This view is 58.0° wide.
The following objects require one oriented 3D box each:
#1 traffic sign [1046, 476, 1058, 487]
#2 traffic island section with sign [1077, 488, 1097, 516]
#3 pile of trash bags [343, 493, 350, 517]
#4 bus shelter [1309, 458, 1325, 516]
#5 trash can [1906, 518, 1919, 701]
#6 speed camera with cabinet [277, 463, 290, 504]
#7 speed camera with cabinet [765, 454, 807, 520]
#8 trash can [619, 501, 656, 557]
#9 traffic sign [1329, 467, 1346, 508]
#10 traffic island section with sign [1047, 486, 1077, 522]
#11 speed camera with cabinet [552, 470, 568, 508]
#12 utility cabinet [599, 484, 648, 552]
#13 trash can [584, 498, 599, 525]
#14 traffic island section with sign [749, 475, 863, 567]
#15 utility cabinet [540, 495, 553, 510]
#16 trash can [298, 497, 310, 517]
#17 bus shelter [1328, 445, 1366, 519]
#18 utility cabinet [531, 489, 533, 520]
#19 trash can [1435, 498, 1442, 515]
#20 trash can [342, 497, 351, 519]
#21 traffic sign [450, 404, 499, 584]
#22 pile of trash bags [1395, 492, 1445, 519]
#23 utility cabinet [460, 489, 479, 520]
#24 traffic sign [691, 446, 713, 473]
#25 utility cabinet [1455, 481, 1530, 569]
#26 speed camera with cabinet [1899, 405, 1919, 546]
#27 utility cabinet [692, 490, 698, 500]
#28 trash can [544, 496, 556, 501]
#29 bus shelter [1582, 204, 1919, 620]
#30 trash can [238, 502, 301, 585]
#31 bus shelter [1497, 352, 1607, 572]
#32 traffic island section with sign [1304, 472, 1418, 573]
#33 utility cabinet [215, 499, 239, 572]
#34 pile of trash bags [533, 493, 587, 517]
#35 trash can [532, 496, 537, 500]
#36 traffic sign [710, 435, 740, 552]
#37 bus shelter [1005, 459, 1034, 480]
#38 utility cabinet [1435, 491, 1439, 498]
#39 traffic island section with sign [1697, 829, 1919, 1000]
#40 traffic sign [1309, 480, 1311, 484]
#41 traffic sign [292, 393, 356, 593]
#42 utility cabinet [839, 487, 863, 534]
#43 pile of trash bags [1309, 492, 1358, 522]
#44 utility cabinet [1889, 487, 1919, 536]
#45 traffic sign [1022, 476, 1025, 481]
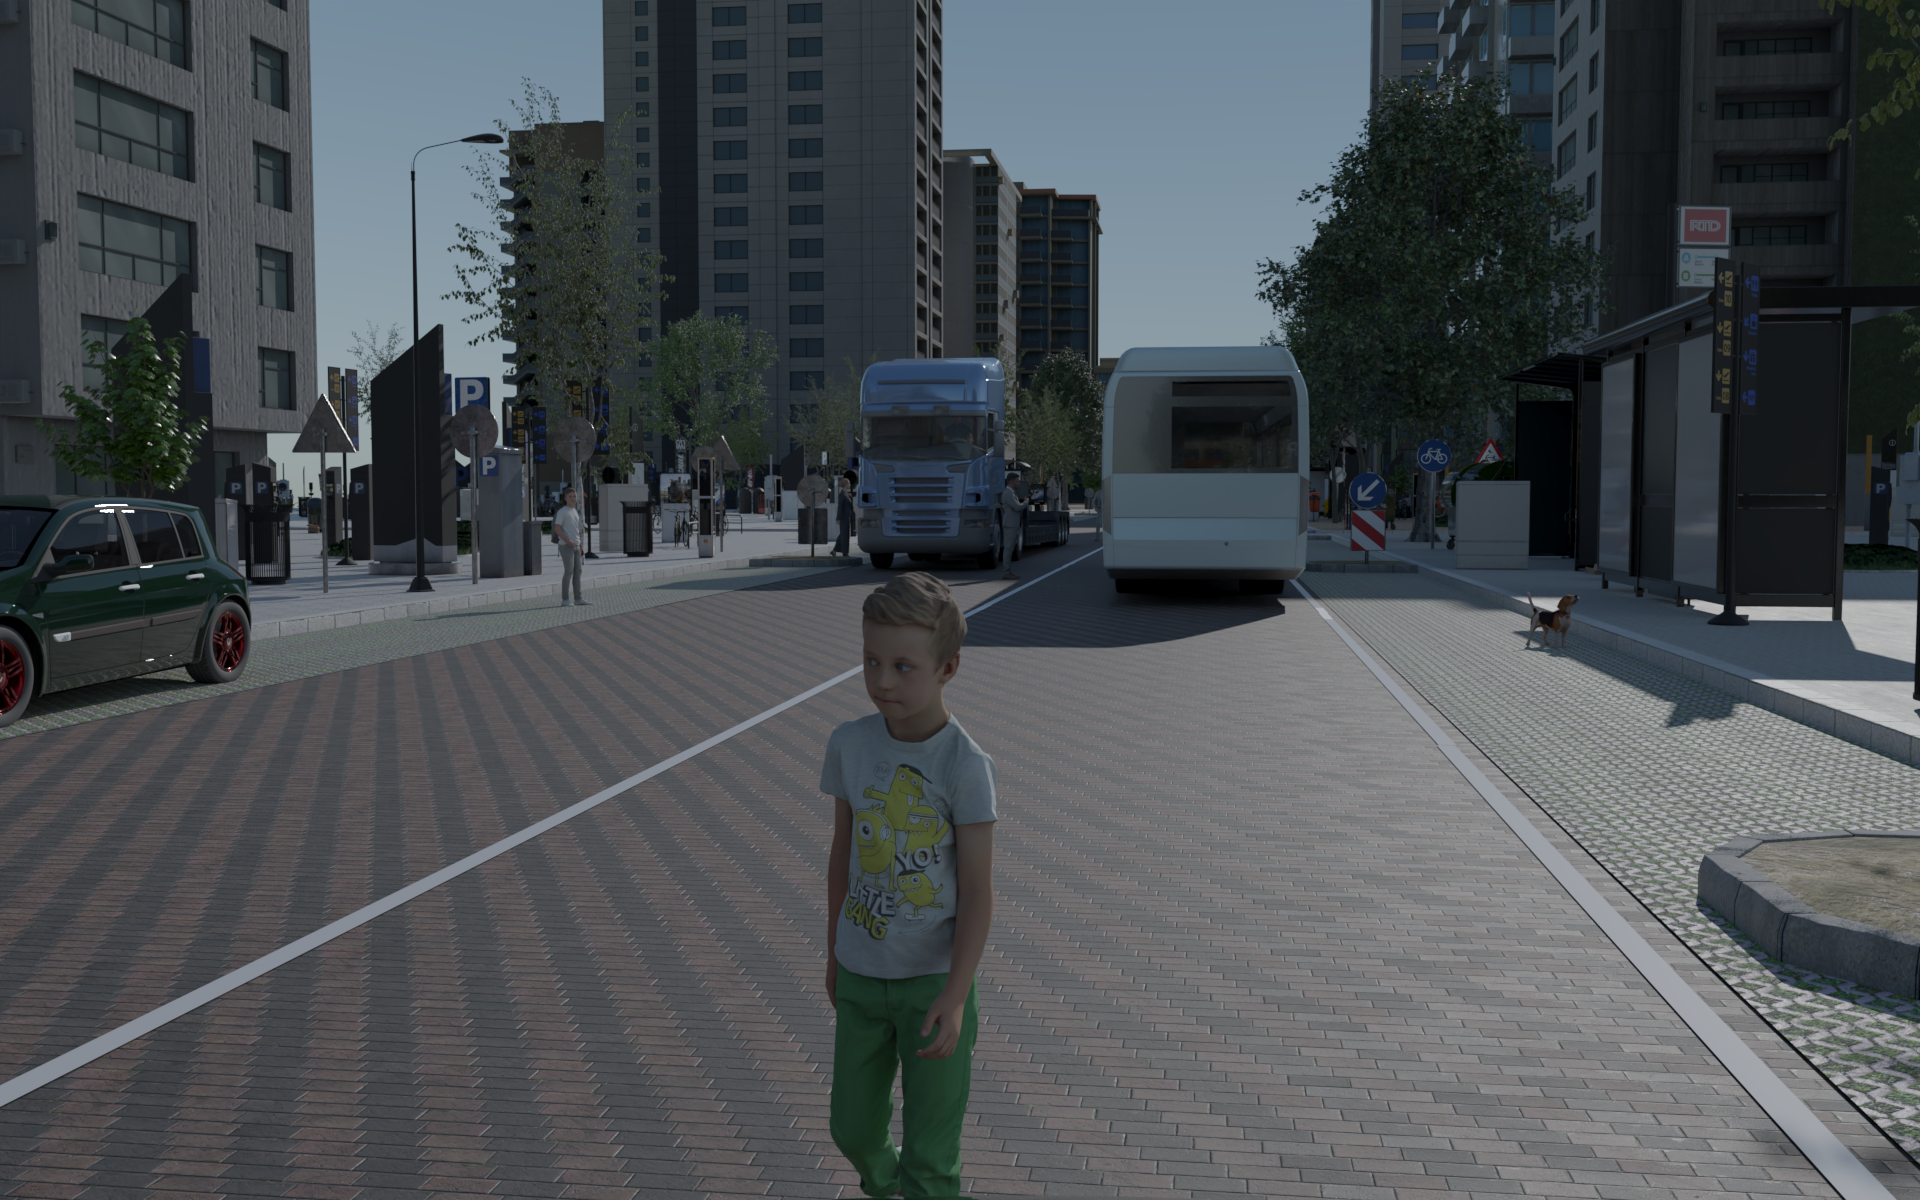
[{"bbox_3d":[6.674,-7.680,125.577,0.884,2.594,0.081,1,4,18],"label":"traffic sign"},{"bbox_3d":[8.672,-6.533,115.436,1.989,1.847,2.006,1,4,8],"label":"traffic island section with sign"},{"bbox_3d":[-31.807,-4.993,91.381,3.447,1.369,1.912,1,4,10],"label":"pile of trash bags"},{"bbox_3d":[20.566,-6.405,98.646,2.014,3.302,5.546,1,4,8],"label":"bus shelter"},{"bbox_3d":[5.964,0.090,10.179,0.748,1.137,0.748,0,3,0],"label":"trash can"},{"bbox_3d":[-43.546,-7.049,109.580,2.038,3.252,0.660,-1,4,-12],"label":"speed camera with cabinet"},{"bbox_3d":[-8.731,-5.618,86.197,2.038,3.252,0.660,2,4,31],"label":"speed camera with cabinet"},{"bbox_3d":[-6.601,-1.458,35.492,0.748,1.137,0.748,0,3,0],"label":"trash can"},{"bbox_3d":[17.605,-4.933,80.760,0.768,2.556,0.104,1,4,13],"label":"traffic sign"},{"bbox_3d":[4.802,-4.901,88.759,1.989,1.847,2.006,1,4,8],"label":"traffic island section with sign"},{"bbox_3d":[-32.277,-8.922,140.208,0.660,3.252,2.038,1,4,15],"label":"speed camera with cabinet"},{"bbox_3d":[-7.455,-1.816,38.367,0.318,1.500,1.173,3,4,38],"label":"utility cabinet"},{"bbox_3d":[-15.300,-3.691,72.005,0.748,1.137,0.748,0,3,0],"label":"trash can"},{"bbox_3d":[-3.015,-1.593,34.666,1.989,1.847,2.006,1,4,8],"label":"traffic island section with sign"},{"bbox_3d":[-30.565,-7.155,128.152,0.306,1.237,1.020,2,4,30],"label":"utility cabinet"},{"bbox_3d":[-36.268,-5.146,95.793,0.748,1.137,0.748,0,3,0],"label":"trash can"},{"bbox_3d":[18.805,-5.733,85.020,1.731,3.624,6.357,0,4,8],"label":"bus shelter"},{"bbox_3d":[-19.331,-4.108,75.840,1.173,1.500,0.318,0,4,-7],"label":"utility cabinet"},{"bbox_3d":[28.826,-5.676,104.459,0.748,1.137,0.748,0,3,0],"label":"trash can"},{"bbox_3d":[-30.941,-4.643,87.573,0.748,1.137,0.748,0,3,0],"label":"trash can"},{"bbox_3d":[-6.901,-1.496,24.574,0.768,2.556,0.104,1,4,15],"label":"traffic sign"},{"bbox_3d":[24.410,-4.971,91.033,1.912,1.369,3.447,-2,4,-25],"label":"pile of trash bags"},{"bbox_3d":[-22.239,-4.273,78.548,1.173,1.500,0.318,3,5,44],"label":"utility cabinet"},{"bbox_3d":[-6.760,-2.802,45.915,0.768,2.556,0.104,1,4,8],"label":"traffic sign"},{"bbox_3d":[9.059,-1.273,29.489,1.173,1.500,0.318,1,4,11],"label":"utility cabinet"},{"bbox_3d":[21.609,-2.661,37.838,0.660,3.252,2.038,-1,4,-22],"label":"speed camera with cabinet"},{"bbox_3d":[-14.089,-5.113,92.283,1.173,1.500,0.318,1,4,11],"label":"utility cabinet"},{"bbox_3d":[-26.555,-6.153,112.257,0.748,1.137,0.748,0,3,0],"label":"trash can"},{"bbox_3d":[9.279,-2.700,21.779,2.179,5.291,8.768,0,4,8],"label":"bus shelter"},{"bbox_3d":[-9.841,-0.793,24.615,0.748,1.137,0.748,0,3,0],"label":"trash can"},{"bbox_3d":[11.159,-2.467,31.620,1.731,3.624,6.357,1,4,8],"label":"bus shelter"},{"bbox_3d":[7.405,-1.442,32.207,1.989,1.847,2.006,1,4,8],"label":"traffic island section with sign"},{"bbox_3d":[-10.493,-0.778,23.878,1.020,1.237,0.306,0,4,8],"label":"utility cabinet"},{"bbox_3d":[-22.518,-5.300,96.409,3.447,1.369,1.912,-1,4,-20],"label":"pile of trash bags"},{"bbox_3d":[-27.609,-6.116,111.643,0.748,1.137,0.748,0,3,0],"label":"trash can"},{"bbox_3d":[-5.279,-2.342,38.290,0.884,2.594,0.081,1,4,16],"label":"traffic sign"},{"bbox_3d":[3.181,-6.731,103.979,2.014,3.302,5.546,0,4,8],"label":"bus shelter"},{"bbox_3d":[31.653,-6.548,115.741,0.318,1.500,1.173,0,4,-2],"label":"utility cabinet"},{"bbox_3d":[3.540,0.190,5.529,1.989,1.847,2.006,1,4,8],"label":"traffic island section with sign"},{"bbox_3d":[18.750,-5.788,94.645,0.884,2.594,0.081,1,4,10],"label":"traffic sign"},{"bbox_3d":[-8.222,-1.369,22.382,0.884,2.594,0.081,1,4,9],"label":"traffic sign"},{"bbox_3d":[-3.266,-2.799,54.438,1.173,1.500,0.318,3,5,41],"label":"utility cabinet"},{"bbox_3d":[17.628,-4.246,79.177,3.447,1.369,1.912,1,4,18],"label":"pile of trash bags"},{"bbox_3d":[28.702,-2.669,52.318,0.318,1.500,1.173,-1,4,-21],"label":"utility cabinet"},{"bbox_3d":[3.780,-6.630,108.411,0.884,2.594,0.081,1,4,17],"label":"traffic sign"}]
